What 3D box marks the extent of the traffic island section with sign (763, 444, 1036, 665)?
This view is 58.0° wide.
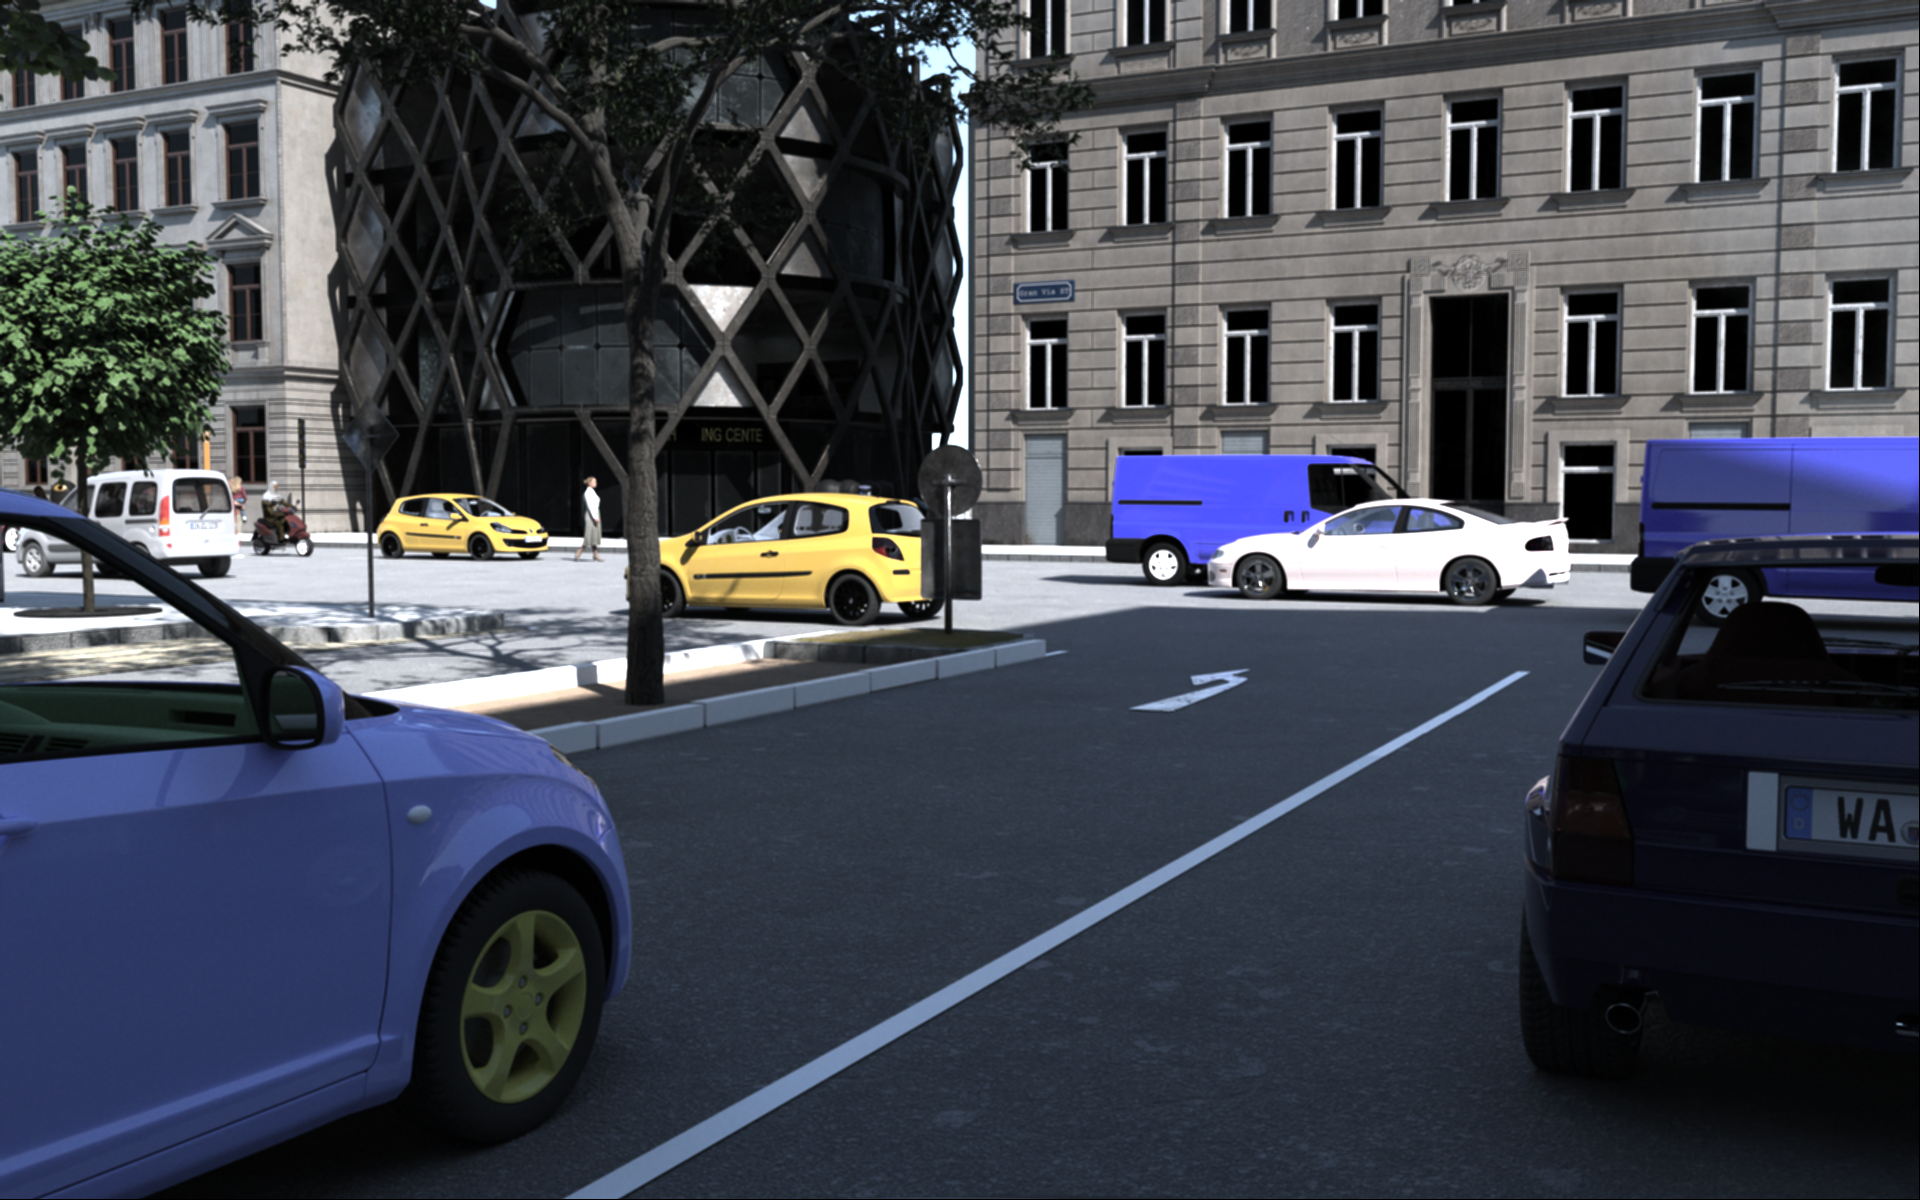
[{"bbox_3d":[-0.371,-0.444,15.402,2.006,1.907,1.989,2,4,27],"label":"traffic island section with sign"}]

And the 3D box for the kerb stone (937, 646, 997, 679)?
[{"bbox_3d":[0.007,0.509,13.877,0.120,0.150,1.000,2,4,27],"label":"kerb stone"}]

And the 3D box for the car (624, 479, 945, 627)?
[{"bbox_3d":[-2.028,-0.603,20.077,3.980,1.641,2.015,2,4,28],"label":"car"}]

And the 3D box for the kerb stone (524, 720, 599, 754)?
[{"bbox_3d":[-2.321,0.789,9.296,0.120,0.150,1.000,2,4,27],"label":"kerb stone"}]

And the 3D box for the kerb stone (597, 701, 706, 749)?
[{"bbox_3d":[-1.853,0.744,10.209,0.120,0.150,1.000,2,4,27],"label":"kerb stone"}]

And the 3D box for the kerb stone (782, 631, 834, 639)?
[{"bbox_3d":[-1.396,0.397,15.763,0.120,0.150,1.000,2,4,27],"label":"kerb stone"}]

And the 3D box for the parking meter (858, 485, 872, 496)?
[{"bbox_3d":[-2.642,-2.434,48.212,0.372,1.533,0.369,0,3,0],"label":"parking meter"}]

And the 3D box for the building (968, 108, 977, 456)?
[{"bbox_3d":[9.960,-30.101,175.747,14.086,41.232,14.154,2,4,27],"label":"building"}]

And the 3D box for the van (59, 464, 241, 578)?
[{"bbox_3d":[-14.360,-1.391,29.749,4.112,2.044,2.013,2,4,27],"label":"van"}]

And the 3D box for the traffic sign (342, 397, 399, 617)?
[{"bbox_3d":[-6.126,-0.877,17.978,0.795,2.450,0.064,2,4,27],"label":"traffic sign"}]

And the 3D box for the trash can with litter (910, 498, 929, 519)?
[{"bbox_3d":[-0.946,-2.362,50.004,1.055,1.170,0.624,2,4,28],"label":"trash can with litter"}]

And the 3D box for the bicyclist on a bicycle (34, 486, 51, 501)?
[{"bbox_3d":[-20.693,-1.765,38.873,1.625,1.676,1.499,2,4,26],"label":"bicyclist on a bicycle"}]

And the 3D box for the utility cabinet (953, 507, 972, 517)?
[{"bbox_3d":[0.237,-5.206,93.796,1.173,1.500,0.318,1,4,10],"label":"utility cabinet"}]

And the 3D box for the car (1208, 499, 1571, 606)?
[{"bbox_3d":[5.741,-0.681,23.497,4.827,1.381,2.083,2,4,28],"label":"car"}]

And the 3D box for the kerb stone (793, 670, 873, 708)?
[{"bbox_3d":[-0.926,0.625,12.045,0.120,0.150,1.000,2,4,27],"label":"kerb stone"}]

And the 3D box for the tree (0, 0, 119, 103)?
[{"bbox_3d":[-5.521,-5.161,4.964,7.486,12.596,7.792,0,3,0],"label":"tree"}]

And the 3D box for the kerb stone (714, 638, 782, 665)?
[{"bbox_3d":[-1.867,0.449,14.853,0.120,0.150,1.000,2,4,27],"label":"kerb stone"}]

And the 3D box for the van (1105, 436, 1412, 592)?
[{"bbox_3d":[5.004,-1.374,26.841,5.245,2.365,2.240,2,4,25],"label":"van"}]

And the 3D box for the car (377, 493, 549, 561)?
[{"bbox_3d":[-10.961,-1.715,38.263,3.980,1.641,2.015,2,4,27],"label":"car"}]

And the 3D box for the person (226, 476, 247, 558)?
[{"bbox_3d":[-16.394,-1.876,39.147,0.580,1.828,0.573,1,4,14],"label":"person"}]

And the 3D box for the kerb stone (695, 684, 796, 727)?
[{"bbox_3d":[-1.388,0.677,11.125,0.120,0.150,1.000,2,4,27],"label":"kerb stone"}]

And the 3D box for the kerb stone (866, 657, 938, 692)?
[{"bbox_3d":[-0.468,0.564,12.969,0.120,0.150,1.000,2,4,27],"label":"kerb stone"}]

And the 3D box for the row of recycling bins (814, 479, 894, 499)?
[{"bbox_3d":[-2.961,-2.594,49.523,1.069,1.692,3.534,2,4,29],"label":"row of recycling bins"}]

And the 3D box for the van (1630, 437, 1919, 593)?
[{"bbox_3d":[10.041,-0.868,18.569,5.245,2.365,2.240,2,4,26],"label":"van"}]

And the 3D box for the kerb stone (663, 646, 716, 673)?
[{"bbox_3d":[-2.326,0.506,13.937,0.120,0.150,1.000,2,4,27],"label":"kerb stone"}]

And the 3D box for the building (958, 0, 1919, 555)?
[{"bbox_3d":[13.654,-14.992,42.381,25.104,27.353,12.463,2,4,27],"label":"building"}]

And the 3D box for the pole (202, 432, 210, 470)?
[{"bbox_3d":[-22.330,-3.517,51.354,0.158,3.312,0.155,0,3,0],"label":"pole"}]

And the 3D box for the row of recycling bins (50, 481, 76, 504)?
[{"bbox_3d":[-26.084,-2.776,52.504,3.534,1.692,1.069,1,4,21],"label":"row of recycling bins"}]

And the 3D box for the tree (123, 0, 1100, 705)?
[{"bbox_3d":[-1.969,-4.582,11.781,8.767,10.594,7.601,2,4,27],"label":"tree"}]

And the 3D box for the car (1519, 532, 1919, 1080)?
[{"bbox_3d":[2.802,0.456,5.131,1.945,1.354,3.894,2,4,27],"label":"car"}]

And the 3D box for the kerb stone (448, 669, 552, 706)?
[{"bbox_3d":[-3.247,0.618,12.105,0.120,0.150,1.000,2,4,27],"label":"kerb stone"}]

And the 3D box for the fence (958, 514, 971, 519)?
[{"bbox_3d":[-0.003,-3.936,75.563,2.264,1.192,0.480,-3,5,-42],"label":"fence"}]

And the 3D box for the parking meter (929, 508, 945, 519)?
[{"bbox_3d":[-0.527,-1.891,39.333,0.372,1.533,0.369,0,3,0],"label":"parking meter"}]

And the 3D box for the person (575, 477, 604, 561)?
[{"bbox_3d":[-7.884,-1.715,36.768,0.641,1.798,0.478,1,4,10],"label":"person"}]

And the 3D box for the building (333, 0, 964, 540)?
[{"bbox_3d":[-9.376,-11.589,56.930,16.811,18.784,16.820,2,4,27],"label":"building"}]

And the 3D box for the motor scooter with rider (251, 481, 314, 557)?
[{"bbox_3d":[-15.701,-1.897,39.984,1.986,1.779,0.876,2,4,28],"label":"motor scooter with rider"}]

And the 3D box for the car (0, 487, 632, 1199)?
[{"bbox_3d":[-2.183,0.391,3.199,1.945,1.707,3.694,2,4,26],"label":"car"}]

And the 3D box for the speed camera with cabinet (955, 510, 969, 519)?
[{"bbox_3d":[0.074,-5.163,78.752,0.660,3.252,2.038,0,4,2],"label":"speed camera with cabinet"}]

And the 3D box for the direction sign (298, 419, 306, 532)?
[{"bbox_3d":[-19.931,-3.701,52.515,0.379,3.537,0.876,-1,4,-10],"label":"direction sign"}]

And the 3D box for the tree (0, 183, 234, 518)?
[{"bbox_3d":[-9.354,-2.131,18.556,4.285,4.588,4.351,0,3,0],"label":"tree"}]

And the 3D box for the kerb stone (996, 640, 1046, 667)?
[{"bbox_3d":[0.474,0.452,14.804,0.120,0.150,1.000,2,4,27],"label":"kerb stone"}]

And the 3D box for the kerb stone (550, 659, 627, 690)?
[{"bbox_3d":[-2.792,0.561,13.023,0.120,0.150,1.000,2,4,27],"label":"kerb stone"}]

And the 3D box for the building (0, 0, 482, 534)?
[{"bbox_3d":[-27.812,-13.890,63.253,21.152,22.565,11.583,2,4,27],"label":"building"}]

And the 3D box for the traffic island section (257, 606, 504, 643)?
[{"bbox_3d":[-6.151,0.259,18.052,2.009,0.180,2.903,2,4,27],"label":"traffic island section"}]

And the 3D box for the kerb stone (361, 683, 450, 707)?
[{"bbox_3d":[-3.715,0.673,11.184,0.120,0.150,1.000,2,4,27],"label":"kerb stone"}]
